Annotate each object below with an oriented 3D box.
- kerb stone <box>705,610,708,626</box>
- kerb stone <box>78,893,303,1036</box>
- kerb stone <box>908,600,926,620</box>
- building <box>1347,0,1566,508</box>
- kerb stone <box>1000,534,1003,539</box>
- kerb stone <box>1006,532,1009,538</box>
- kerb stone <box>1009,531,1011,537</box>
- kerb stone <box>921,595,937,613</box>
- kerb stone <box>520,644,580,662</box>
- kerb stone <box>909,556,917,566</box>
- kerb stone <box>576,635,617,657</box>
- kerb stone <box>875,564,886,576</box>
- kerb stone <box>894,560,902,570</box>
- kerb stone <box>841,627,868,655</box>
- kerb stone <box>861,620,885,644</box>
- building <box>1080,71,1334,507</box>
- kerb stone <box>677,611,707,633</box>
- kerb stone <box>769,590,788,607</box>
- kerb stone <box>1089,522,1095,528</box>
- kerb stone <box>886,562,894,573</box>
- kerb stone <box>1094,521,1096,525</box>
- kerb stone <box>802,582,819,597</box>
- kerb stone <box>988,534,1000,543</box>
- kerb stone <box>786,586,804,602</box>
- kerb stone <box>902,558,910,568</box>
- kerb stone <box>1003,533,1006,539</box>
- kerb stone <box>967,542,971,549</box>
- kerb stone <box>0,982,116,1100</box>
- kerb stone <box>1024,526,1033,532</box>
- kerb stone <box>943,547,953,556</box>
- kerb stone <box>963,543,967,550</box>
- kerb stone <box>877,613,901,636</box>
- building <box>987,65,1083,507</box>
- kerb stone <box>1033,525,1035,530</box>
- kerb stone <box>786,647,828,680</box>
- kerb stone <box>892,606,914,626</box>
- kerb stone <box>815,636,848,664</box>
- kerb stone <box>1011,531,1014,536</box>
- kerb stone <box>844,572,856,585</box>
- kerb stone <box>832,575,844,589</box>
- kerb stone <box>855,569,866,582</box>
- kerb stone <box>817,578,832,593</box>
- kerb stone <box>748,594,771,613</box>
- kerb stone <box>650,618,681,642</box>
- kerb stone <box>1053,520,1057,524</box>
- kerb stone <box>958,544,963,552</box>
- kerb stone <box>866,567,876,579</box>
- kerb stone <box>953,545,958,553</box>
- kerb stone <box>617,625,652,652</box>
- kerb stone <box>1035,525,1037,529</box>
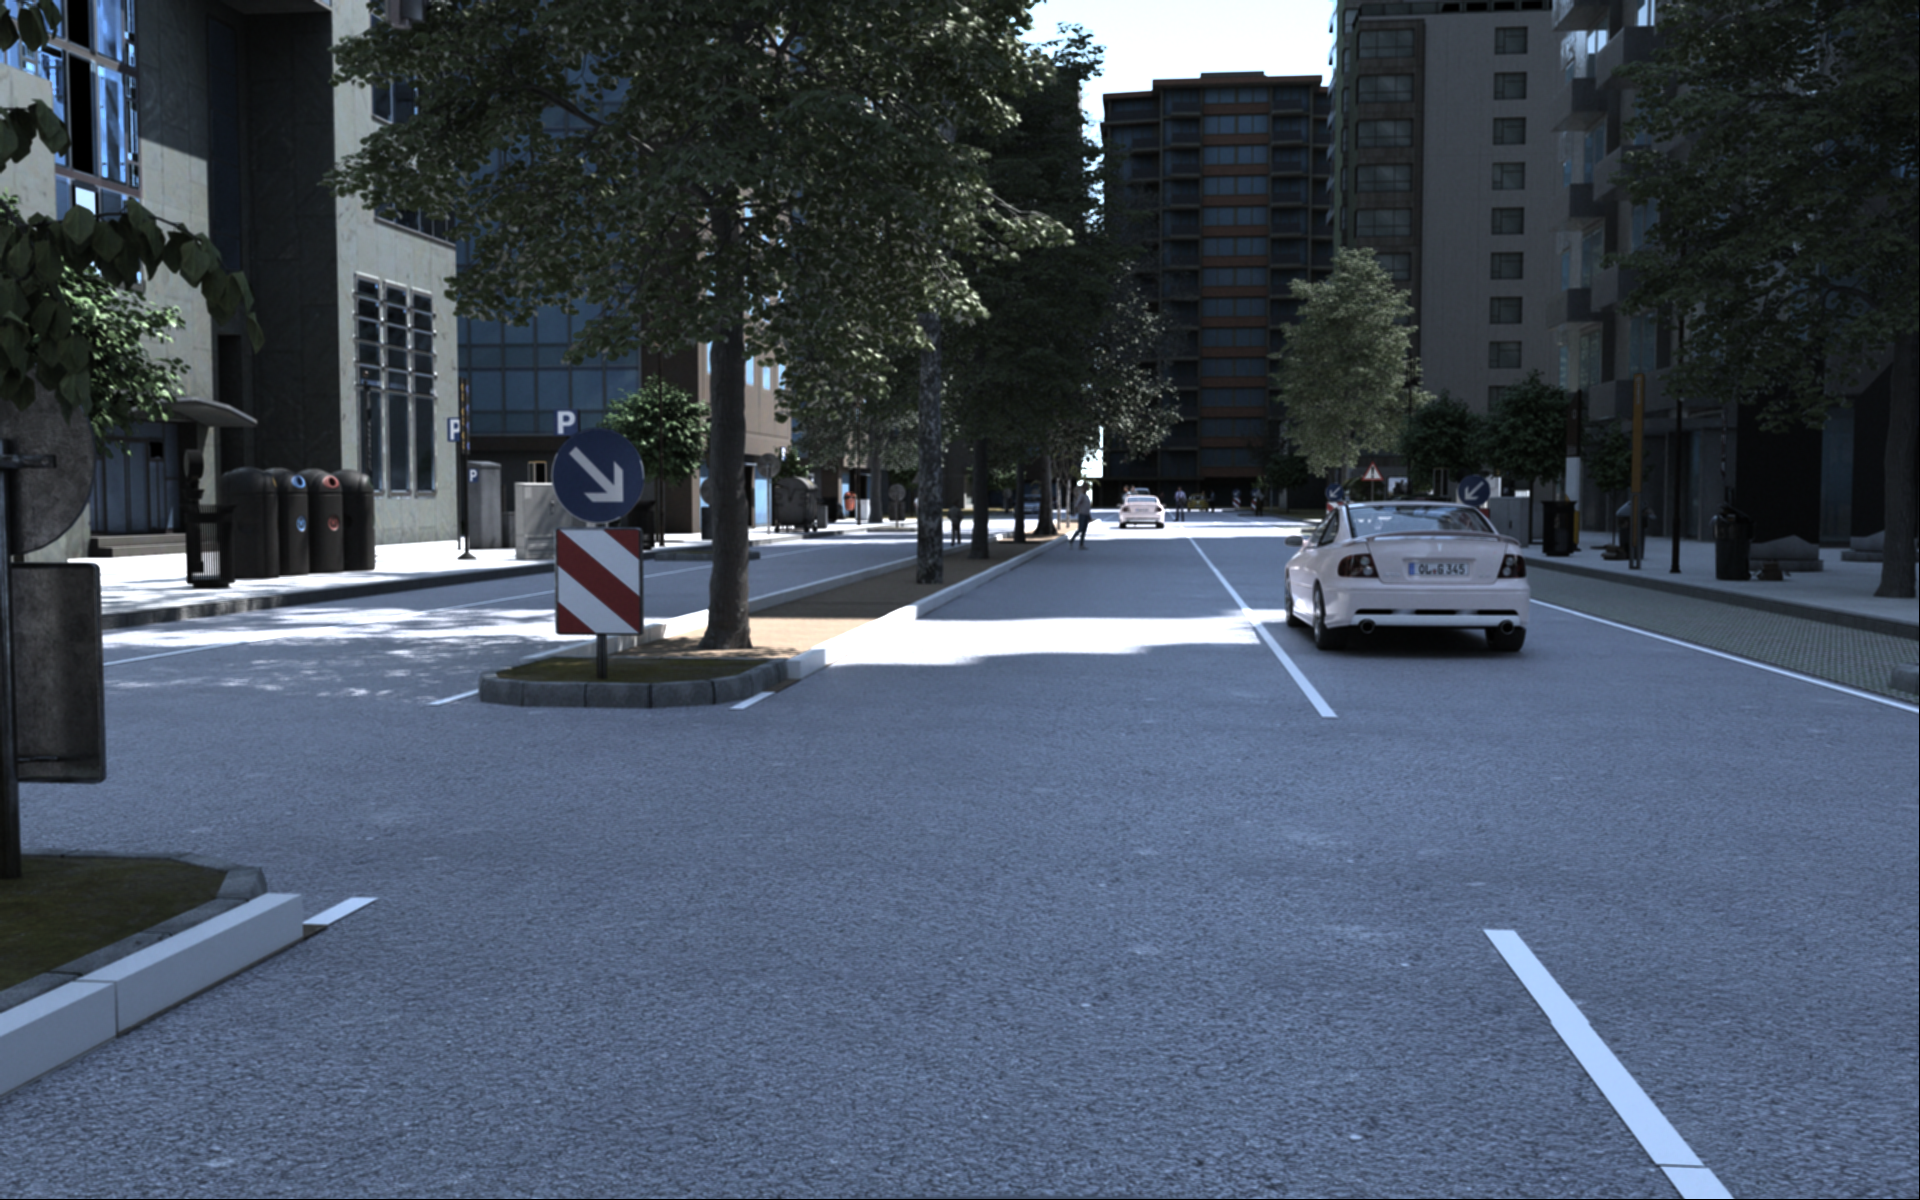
[{"bbox_3d":[-2.744,0.186,19.152,0.120,0.150,1.000,0,4,6],"label":"kerb stone"},{"bbox_3d":[-2.227,1.049,5.075,0.120,0.150,1.000,0,4,6],"label":"kerb stone"},{"bbox_3d":[-0.541,0.138,19.947,0.120,0.150,1.000,0,4,6],"label":"kerb stone"},{"bbox_3d":[30.494,-20.417,105.513,14.160,30.474,14.107,0,4,6],"label":"building"},{"bbox_3d":[1.154,-1.933,53.793,0.120,0.150,1.000,0,4,6],"label":"kerb stone"},{"bbox_3d":[1.386,-2.050,55.836,0.120,0.150,1.000,0,4,6],"label":"kerb stone"},{"bbox_3d":[1.505,-2.120,56.851,0.120,0.150,1.000,0,4,6],"label":"kerb stone"},{"bbox_3d":[-0.432,0.075,20.963,0.120,0.150,1.000,0,4,6],"label":"kerb stone"},{"bbox_3d":[-3.328,0.498,14.049,0.120,0.150,1.000,0,4,6],"label":"kerb stone"},{"bbox_3d":[-1.026,-0.747,34.434,0.120,0.150,1.000,0,4,6],"label":"kerb stone"},{"bbox_3d":[-3.216,0.437,15.066,0.120,0.150,1.000,0,4,6],"label":"kerb stone"},{"bbox_3d":[-1.484,-0.496,30.347,0.120,0.150,1.000,0,4,6],"label":"kerb stone"},{"bbox_3d":[-1.263,-0.620,32.398,0.120,0.150,1.000,0,4,6],"label":"kerb stone"},{"bbox_3d":[-1.007,0.389,15.864,0.120,0.150,1.000,0,4,6],"label":"kerb stone"},{"bbox_3d":[-0.892,0.327,16.881,0.120,0.150,1.000,0,4,6],"label":"kerb stone"},{"bbox_3d":[27.683,-32.295,182.644,28.867,44.769,22.147,0,4,6],"label":"building"},{"bbox_3d":[-2.862,0.248,18.134,0.120,0.150,1.000,0,4,6],"label":"kerb stone"},{"bbox_3d":[-2.408,-0.001,22.214,0.120,0.150,1.000,0,4,6],"label":"kerb stone"},{"bbox_3d":[5.645,-3.224,74.900,0.120,0.150,1.000,0,4,6],"label":"kerb stone"},{"bbox_3d":[-1.368,-0.561,31.369,0.120,0.150,1.000,0,4,6],"label":"kerb stone"},{"bbox_3d":[5.758,-3.286,75.916,0.120,0.150,1.000,0,4,6],"label":"kerb stone"},{"bbox_3d":[-2.168,-0.125,24.244,0.120,0.150,1.000,0,4,6],"label":"kerb stone"},{"bbox_3d":[1.040,-1.870,52.777,0.120,0.150,1.000,0,4,6],"label":"kerb stone"},{"bbox_3d":[-2.286,-0.063,23.228,0.120,0.150,1.000,0,4,6],"label":"kerb stone"},{"bbox_3d":[-1.136,-0.686,33.417,0.120,0.150,1.000,0,4,6],"label":"kerb stone"},{"bbox_3d":[1.274,-1.995,54.809,0.120,0.150,1.000,0,4,6],"label":"kerb stone"},{"bbox_3d":[0.114,-1.371,44.604,0.120,0.150,1.000,0,4,6],"label":"kerb stone"},{"bbox_3d":[-2.333,1.109,4.058,0.120,0.150,1.000,0,4,6],"label":"kerb stone"},{"bbox_3d":[2.648,-2.743,67.042,0.120,0.150,1.000,0,4,6],"label":"kerb stone"},{"bbox_3d":[-0.341,-1.120,40.540,0.120,0.150,1.000,0,4,6],"label":"kerb stone"},{"bbox_3d":[0.004,-1.308,43.587,0.120,0.150,1.000,0,4,6],"label":"kerb stone"},{"bbox_3d":[-0.771,0.266,17.907,0.120,0.150,1.000,0,4,6],"label":"kerb stone"},{"bbox_3d":[5.561,-32.537,182.092,14.200,45.320,14.600,0,4,6],"label":"building"},{"bbox_3d":[2.769,-2.805,68.059,0.120,0.150,1.000,0,4,6],"label":"kerb stone"},{"bbox_3d":[-1.230,0.512,13.831,0.120,0.150,1.000,0,4,6],"label":"kerb stone"},{"bbox_3d":[-0.664,0.201,18.932,0.120,0.150,1.000,0,4,6],"label":"kerb stone"},{"bbox_3d":[-1.128,0.449,14.849,0.120,0.150,1.000,0,4,6],"label":"kerb stone"},{"bbox_3d":[1.610,-2.179,57.868,0.120,0.150,1.000,0,4,6],"label":"kerb stone"},{"bbox_3d":[-1.828,-0.312,27.294,0.120,0.150,1.000,0,4,6],"label":"kerb stone"},{"bbox_3d":[-1.949,-0.250,26.277,0.120,0.150,1.000,0,4,6],"label":"kerb stone"},{"bbox_3d":[-1.715,-0.374,28.315,0.120,0.150,1.000,0,4,6],"label":"kerb stone"},{"bbox_3d":[-2.059,-0.187,25.260,0.120,0.150,1.000,0,4,6],"label":"kerb stone"},{"bbox_3d":[-2.520,0.063,21.197,0.120,0.150,1.000,0,4,6],"label":"kerb stone"},{"bbox_3d":[-2.979,0.311,17.118,0.120,0.150,1.000,0,4,6],"label":"kerb stone"},{"bbox_3d":[4.825,-3.924,86.378,0.120,0.150,1.000,0,4,6],"label":"kerb stone"},{"bbox_3d":[-0.108,-1.244,42.571,0.120,0.150,1.000,0,4,6],"label":"kerb stone"},{"bbox_3d":[-1.601,-0.436,29.331,0.120,0.150,1.000,0,4,6],"label":"kerb stone"},{"bbox_3d":[-0.223,-1.184,41.556,0.120,0.150,1.000,0,4,6],"label":"kerb stone"},{"bbox_3d":[-3.094,0.373,16.094,0.120,0.150,1.000,0,4,6],"label":"kerb stone"},{"bbox_3d":[2.878,-2.867,69.078,0.120,0.150,1.000,0,4,6],"label":"kerb stone"}]
